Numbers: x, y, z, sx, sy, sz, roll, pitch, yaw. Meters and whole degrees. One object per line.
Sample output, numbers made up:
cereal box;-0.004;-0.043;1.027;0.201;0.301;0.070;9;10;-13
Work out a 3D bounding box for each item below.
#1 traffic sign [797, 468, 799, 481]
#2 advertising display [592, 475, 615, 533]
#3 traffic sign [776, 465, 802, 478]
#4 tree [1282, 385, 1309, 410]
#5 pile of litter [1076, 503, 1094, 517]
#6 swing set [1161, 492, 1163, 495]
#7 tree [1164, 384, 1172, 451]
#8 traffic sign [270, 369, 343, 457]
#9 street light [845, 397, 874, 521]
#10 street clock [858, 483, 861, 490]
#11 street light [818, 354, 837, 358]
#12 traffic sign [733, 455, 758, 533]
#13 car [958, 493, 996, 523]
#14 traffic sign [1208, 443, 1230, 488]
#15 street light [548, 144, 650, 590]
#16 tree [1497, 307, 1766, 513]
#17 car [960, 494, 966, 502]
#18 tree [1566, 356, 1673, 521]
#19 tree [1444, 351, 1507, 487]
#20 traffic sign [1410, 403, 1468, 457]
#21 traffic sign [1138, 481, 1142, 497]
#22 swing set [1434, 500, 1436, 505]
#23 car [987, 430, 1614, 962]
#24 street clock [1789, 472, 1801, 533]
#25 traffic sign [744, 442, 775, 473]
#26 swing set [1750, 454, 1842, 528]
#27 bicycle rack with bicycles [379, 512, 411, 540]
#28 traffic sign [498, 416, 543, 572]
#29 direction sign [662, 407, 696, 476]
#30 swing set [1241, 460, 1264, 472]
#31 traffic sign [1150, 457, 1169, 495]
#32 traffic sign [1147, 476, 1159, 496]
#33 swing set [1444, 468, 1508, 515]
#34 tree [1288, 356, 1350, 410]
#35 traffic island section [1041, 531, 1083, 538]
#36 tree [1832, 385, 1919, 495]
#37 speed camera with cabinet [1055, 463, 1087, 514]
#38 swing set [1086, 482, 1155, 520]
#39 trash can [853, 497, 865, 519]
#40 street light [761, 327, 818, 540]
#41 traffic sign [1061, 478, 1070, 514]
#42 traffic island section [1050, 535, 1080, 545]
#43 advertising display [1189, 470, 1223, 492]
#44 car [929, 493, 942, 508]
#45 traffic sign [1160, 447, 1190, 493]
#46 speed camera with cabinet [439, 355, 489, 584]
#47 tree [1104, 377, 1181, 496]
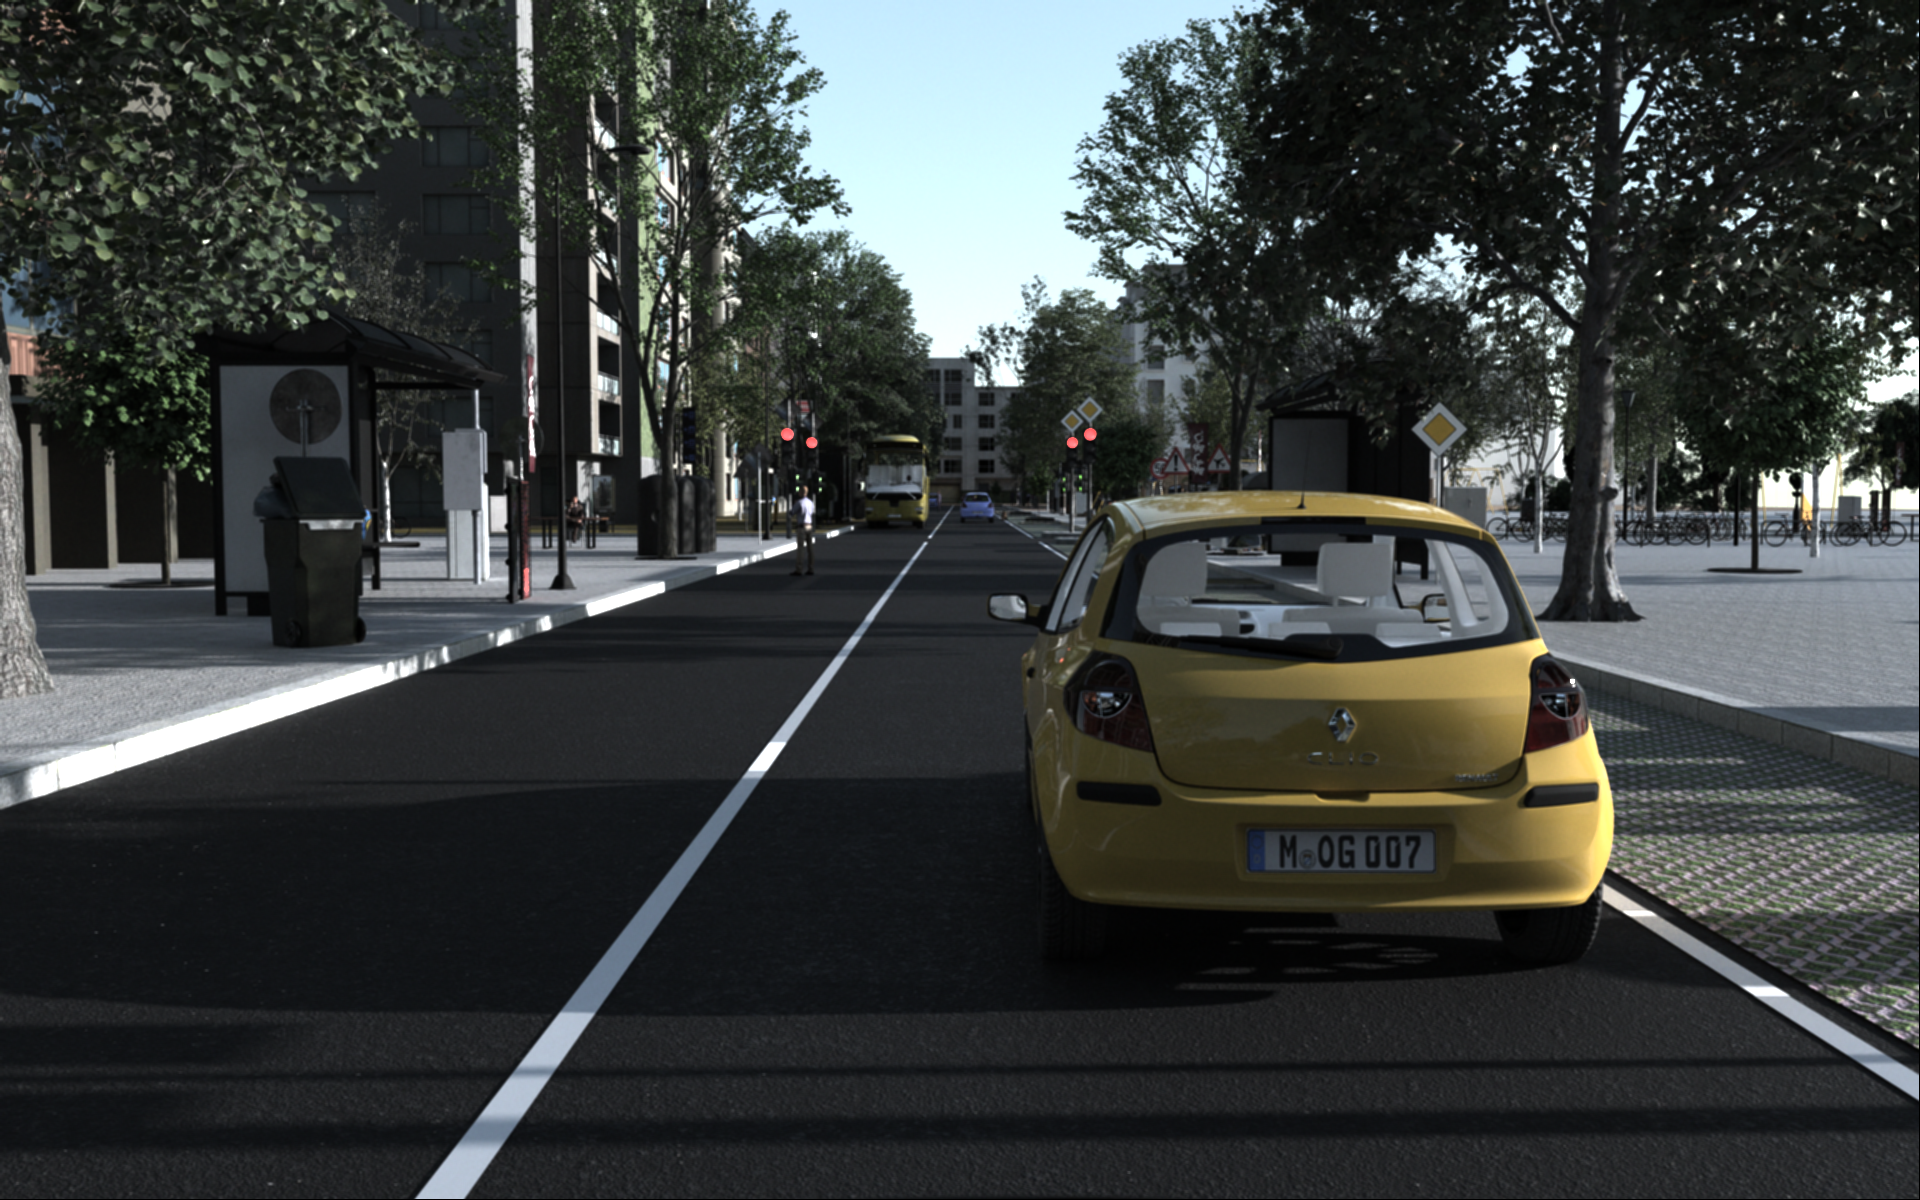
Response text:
traffic sign;-7.496;-4.995;81.768;0.768;2.556;0.104;0;4;4
advertising display;-11.903;-3.219;57.841;0.974;1.923;0.123;2;4;35
traffic sign;-5.607;-3.470;56.732;0.884;2.594;0.081;0;4;8
tree;17.303;-8.725;93.019;4.737;8.622;4.395;0;3;0
pile of litter;7.107;-5.111;97.530;1.176;0.858;1.719;0;4;2
swing set;13.589;-8.177;131.309;3.119;2.851;2.862;2;4;34
tree;14.290;-9.079;98.808;4.737;8.622;4.395;0;3;0
traffic sign;-6.661;-1.073;17.642;0.768;2.556;0.104;0;4;5
street light;-4.761;-6.710;82.253;1.470;5.913;1.316;0;3;0
street clock;-6.452;-6.395;109.134;0.471;2.002;0.358;0;4;-2
street light;-4.775;-5.200;57.560;1.470;5.913;1.316;0;3;0
traffic sign;-7.044;-3.485;56.986;0.884;2.594;0.081;0;4;7
car;0.854;-4.770;87.588;1.945;1.707;3.694;0;4;0
traffic sign;6.578;-2.692;44.016;0.884;2.594;0.081;0;4;7
street light;-4.819;-3.097;23.179;1.470;5.913;1.316;0;3;0
tree;49.088;-13.645;124.919;18.604;14.587;13.155;0;4;6
car;1.007;-11.426;195.850;2.155;1.783;4.494;0;4;1
tree;30.745;-7.830;78.385;4.737;8.622;4.395;0;3;0
tree;24.655;-8.260;85.411;4.737;8.622;4.395;0;3;0
traffic sign;6.803;-1.519;24.561;0.795;2.593;0.064;0;4;7
traffic sign;7.686;-4.552;74.527;0.768;2.556;0.104;0;4;4
swing set;32.065;-6.926;110.861;2.862;2.851;3.119;-1;4;-19
car;1.107;0.213;6.746;2.015;1.641;3.980;0;4;1
street clock;27.465;-3.197;56.841;0.471;2.002;0.358;3;5;43
traffic sign;-5.072;-2.690;43.713;0.795;2.593;0.064;0;4;8
swing set;32.655;-4.288;67.733;3.119;2.851;2.862;2;4;35
bicycle rack with bicycles;-17.335;-2.193;49.244;2.925;0.926;2.852;0;4;-7
traffic sign;-7.171;-1.722;28.267;0.768;2.556;0.104;1;4;8
direction sign;-7.323;-3.253;45.186;0.876;3.537;0.379;0;4;-2
swing set;12.700;-5.030;79.855;3.119;2.851;2.862;-1;4;-19
traffic sign;6.983;-3.685;60.362;0.768;2.556;0.104;0;4;3
traffic sign;7.830;-4.306;70.501;0.768;2.556;0.104;0;4;1
swing set;31.729;-6.641;106.198;3.119;2.851;2.862;-1;4;-11
tree;18.340;-8.341;86.734;4.360;8.622;3.978;0;3;0
traffic island section;3.740;-2.168;57.722;2.009;0.180;2.903;0;3;0
tree;54.293;-8.174;96.556;11.467;7.101;20.602;0;4;7
speed camera with cabinet;7.075;-7.119;110.726;2.038;3.252;0.660;0;4;1
swing set;7.745;-5.316;84.533;2.862;2.851;3.119;0;4;-3
trash can;-5.088;-4.644;87.577;0.748;1.137;0.748;0;3;0
street light;-4.834;-4.626;48.171;1.470;5.913;1.316;0;3;0
traffic sign;6.673;-6.694;109.447;0.884;2.594;0.081;0;4;6
traffic island section;3.730;-1.679;49.737;2.009;0.180;2.903;0;3;0
advertising display;6.575;-2.517;46.365;0.974;1.923;0.123;2;4;35
car;-2.852;-10.535;181.839;1.945;1.707;3.694;0;4;0
traffic sign;5.902;-2.899;47.400;0.884;2.594;0.081;0;4;5
speed camera with cabinet;-7.255;-1.898;25.371;0.660;3.252;2.038;-1;4;-13
tree;10.833;-9.592;107.187;4.360;8.622;3.978;0;3;0
